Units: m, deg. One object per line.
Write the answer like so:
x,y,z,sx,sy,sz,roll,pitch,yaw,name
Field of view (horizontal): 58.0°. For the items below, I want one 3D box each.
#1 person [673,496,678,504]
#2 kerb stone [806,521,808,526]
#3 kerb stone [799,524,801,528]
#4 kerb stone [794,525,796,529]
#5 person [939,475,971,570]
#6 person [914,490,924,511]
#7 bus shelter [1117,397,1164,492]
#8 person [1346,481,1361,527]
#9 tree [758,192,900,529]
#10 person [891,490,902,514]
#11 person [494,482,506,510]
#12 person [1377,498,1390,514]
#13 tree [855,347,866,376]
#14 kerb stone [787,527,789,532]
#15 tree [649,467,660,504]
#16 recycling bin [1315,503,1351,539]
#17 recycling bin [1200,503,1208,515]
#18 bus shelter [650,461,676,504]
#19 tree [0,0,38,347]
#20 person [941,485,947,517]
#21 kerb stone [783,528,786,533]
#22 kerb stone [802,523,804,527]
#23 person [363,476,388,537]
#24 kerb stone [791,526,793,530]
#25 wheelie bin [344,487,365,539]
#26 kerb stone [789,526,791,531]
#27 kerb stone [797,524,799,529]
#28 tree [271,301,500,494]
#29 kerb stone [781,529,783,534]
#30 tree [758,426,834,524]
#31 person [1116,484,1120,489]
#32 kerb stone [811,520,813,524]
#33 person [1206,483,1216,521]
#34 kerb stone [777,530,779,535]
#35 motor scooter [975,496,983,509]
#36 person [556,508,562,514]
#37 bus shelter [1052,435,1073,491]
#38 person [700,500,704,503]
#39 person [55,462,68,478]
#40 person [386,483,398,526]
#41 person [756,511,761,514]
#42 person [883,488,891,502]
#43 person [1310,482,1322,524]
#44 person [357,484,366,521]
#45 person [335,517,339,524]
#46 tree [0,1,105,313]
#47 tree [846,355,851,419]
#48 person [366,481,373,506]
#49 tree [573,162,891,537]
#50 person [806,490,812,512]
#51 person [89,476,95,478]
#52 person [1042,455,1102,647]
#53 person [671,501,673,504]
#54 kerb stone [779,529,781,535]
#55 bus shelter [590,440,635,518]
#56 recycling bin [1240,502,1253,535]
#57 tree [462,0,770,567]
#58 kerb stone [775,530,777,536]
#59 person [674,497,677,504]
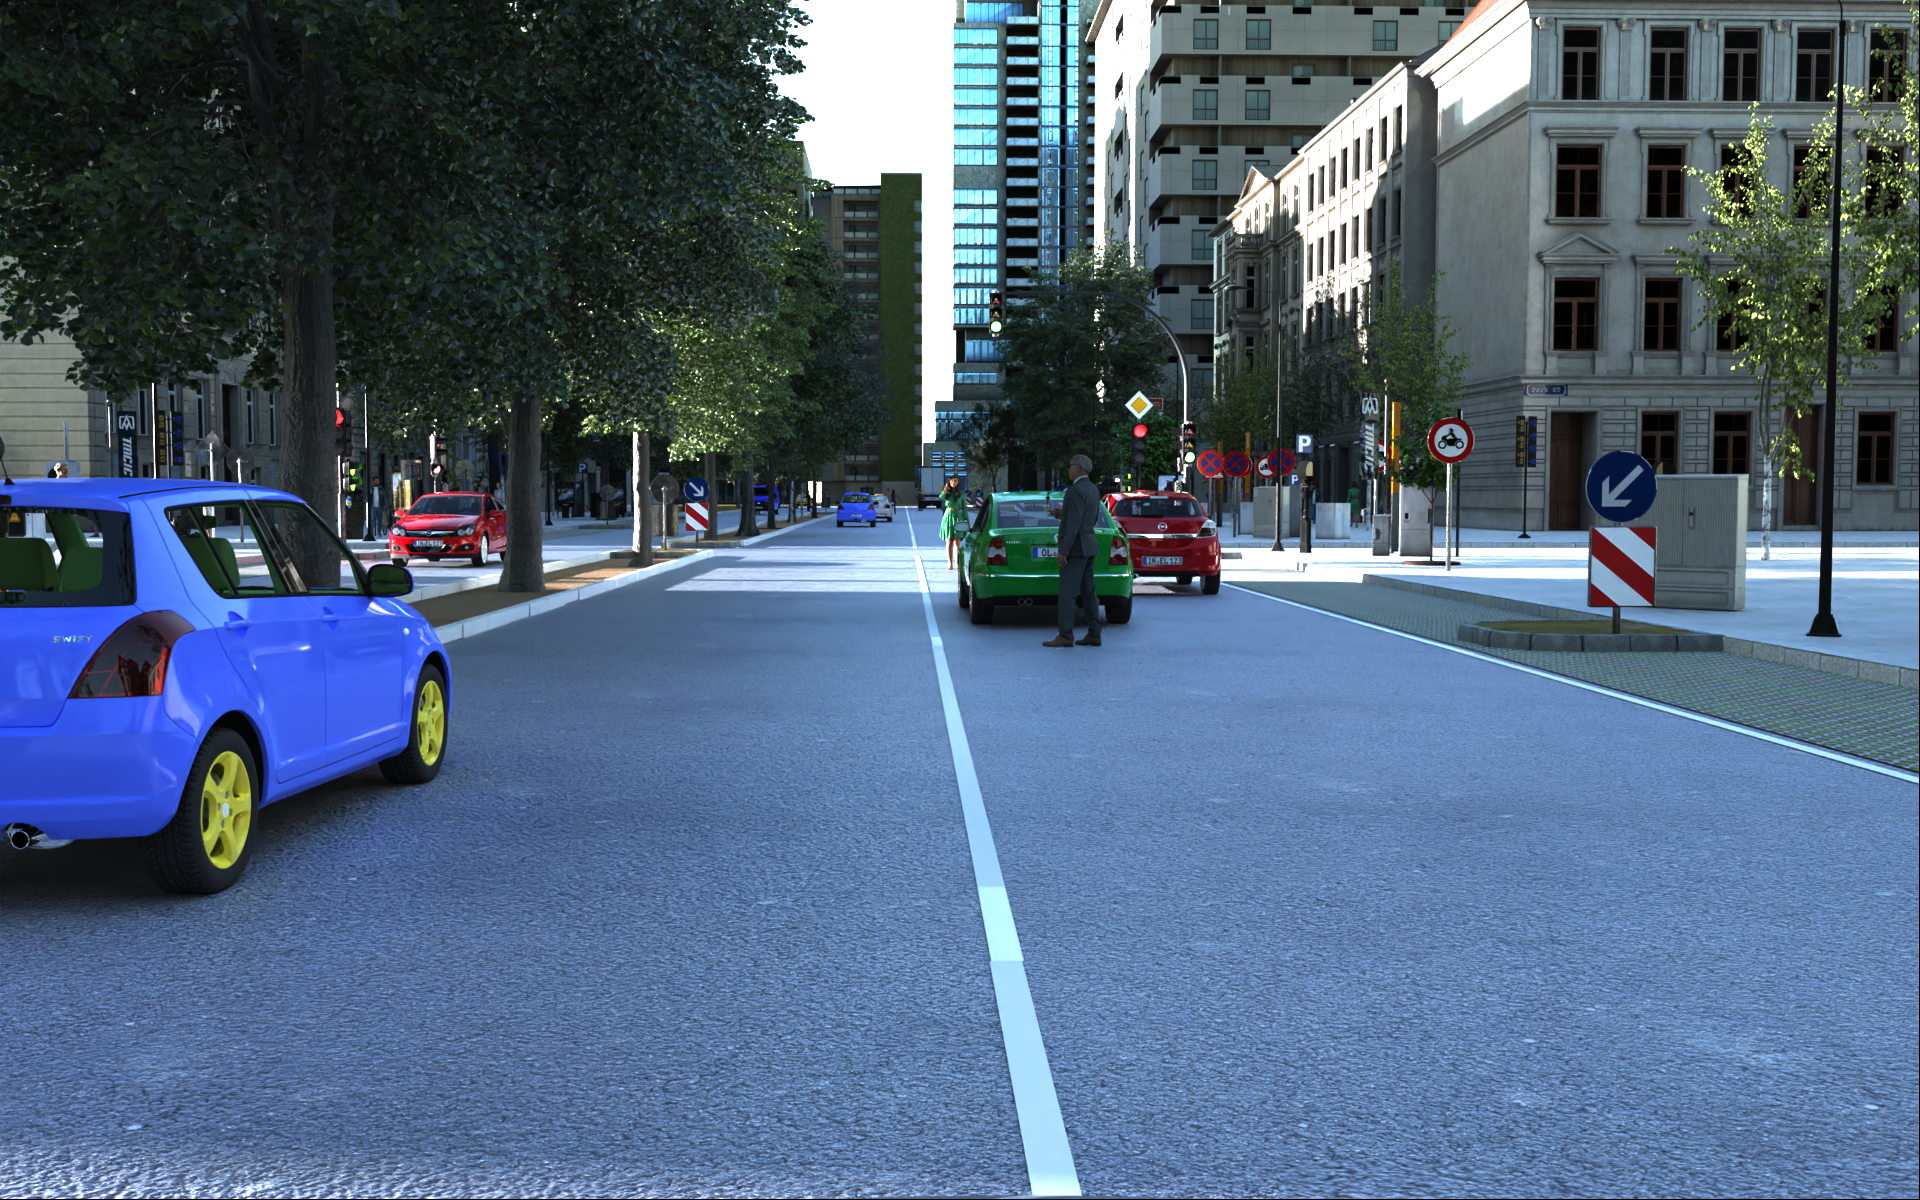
-30.513,-10.878,184.586,0.721,1.739,1.217,3,4,37,person
-6.937,-3.329,76.632,0.120,0.150,1.000,0,4,-2,kerb stone
-6.768,-3.015,71.518,0.120,0.150,1.000,0,4,-2,kerb stone
-6.671,-2.829,68.444,0.120,0.150,1.000,0,4,-2,kerb stone
-0.106,-1.467,32.740,0.600,1.795,0.529,0,4,-5,person
-3.522,-8.488,147.812,0.750,1.759,0.617,-3,4,-38,person
7.449,-5.608,69.315,2.179,5.291,8.768,0,4,-2,bus shelter
15.189,-3.699,66.775,0.600,1.795,0.529,0,4,-8,person
-7.661,-9.621,70.125,12.009,13.543,11.850,0,3,0,tree
-4.749,-6.979,123.284,1.217,1.739,0.721,0,4,-7,person
-19.474,-4.091,73.279,0.694,1.780,0.624,3,5,41,person
15.796,-3.232,64.384,0.738,1.151,1.012,0,4,7,person
-8.634,-10.233,87.886,7.486,12.596,7.792,0,3,0,tree
-6.536,-2.578,64.346,0.120,0.150,1.000,0,4,-2,kerb stone
-18.463,-6.732,104.673,1.663,3.219,1.824,0,3,0,tree
10.640,-2.254,49.409,0.722,1.027,0.722,-3,5,-39,recycling bin
6.810,-2.329,50.638,0.722,1.027,0.722,0,4,-4,recycling bin
-18.885,-7.111,110.182,2.014,3.302,5.546,0,4,-2,bus shelter
-5.854,-6.486,15.163,9.857,13.997,8.962,0,3,0,tree
-0.543,-3.735,69.687,0.709,1.813,0.853,3,5,40,person
-6.458,-2.448,62.294,0.120,0.150,1.000,0,4,-2,kerb stone
-6.841,-3.142,73.561,0.120,0.150,1.000,0,4,-2,kerb stone
-17.141,-2.748,50.966,0.794,1.824,0.713,-1,4,-11,person
-6.594,-2.703,66.397,0.120,0.150,1.000,0,4,-2,kerb stone
-17.267,-2.528,49.240,0.693,1.594,0.980,-2,4,-25,wheelie bin
-6.565,-2.641,65.368,0.120,0.150,1.000,0,4,-2,kerb stone
-6.734,-2.953,70.492,0.120,0.150,1.000,0,4,-2,kerb stone
-17.829,-9.005,57.609,12.009,13.543,11.850,0,3,0,tree
-6.431,-2.390,61.269,0.120,0.150,1.000,0,4,-2,kerb stone
-7.898,-7.844,81.074,4.360,8.622,3.978,0,3,0,tree
8.811,-5.566,97.049,0.388,1.821,0.555,-3,5,-44,person
-7.077,-3.581,80.744,0.120,0.150,1.000,0,4,-2,kerb stone
11.882,-4.631,82.039,0.520,1.790,0.573,1,4,9,person
-6.364,-2.264,59.219,0.120,0.150,1.000,0,4,-2,kerb stone
1.687,-8.625,153.790,0.815,1.314,1.986,0,4,-2,motor scooter
-24.078,-5.973,104.448,0.760,1.731,0.466,1,4,22,person
7.092,-8.403,115.026,2.179,5.291,8.768,0,4,-2,bus shelter
-24.262,-9.455,163.872,0.697,1.427,0.421,0,4,2,person
-15.849,-1.504,30.508,0.818,1.842,0.514,-3,5,-43,person
-22.537,-3.835,68.921,0.537,1.800,0.526,0,4,1,person
-14.629,-7.137,125.289,1.348,1.812,0.705,2,4,28,person
-4.419,-5.797,103.628,0.599,1.781,0.374,0,4,-6,person
15.381,-4.196,74.990,0.623,1.781,0.721,2,4,25,person
-24.395,-3.936,70.203,0.447,1.846,0.655,2,4,25,person
-26.250,-4.045,72.205,0.620,1.820,0.660,-2,4,-26,person
-16.169,-6.035,24.424,9.928,11.665,9.643,0,3,0,tree
-7.196,-7.866,49.198,7.486,12.596,7.792,0,3,0,tree
-23.278,-3.826,68.786,0.728,1.800,0.709,3,5,45,person
-7.166,-8.491,58.296,9.611,12.733,9.660,0,3,0,tree
-12.368,-8.154,142.340,0.721,1.766,1.217,-2,4,-31,person
-25.785,-2.779,51.595,0.709,1.813,0.853,1,4,23,person
1.047,-0.470,16.365,0.590,1.801,0.661,2,4,25,person
-20.058,-6.730,120.319,0.590,1.304,0.306,0,4,8,person
-6.397,-2.324,60.243,0.120,0.150,1.000,0,4,-2,kerb stone
-19.469,-7.336,97.575,2.179,5.291,8.768,0,4,-2,bus shelter
9.370,-2.603,55.109,0.722,1.027,0.722,2,4,31,recycling bin
-6.349,-6.936,33.988,7.486,12.596,7.792,0,3,0,tree
-6.326,-2.200,58.194,0.120,0.150,1.000,0,4,-2,kerb stone
-32.894,-11.702,200.508,1.217,1.739,0.721,1,4,16,person
